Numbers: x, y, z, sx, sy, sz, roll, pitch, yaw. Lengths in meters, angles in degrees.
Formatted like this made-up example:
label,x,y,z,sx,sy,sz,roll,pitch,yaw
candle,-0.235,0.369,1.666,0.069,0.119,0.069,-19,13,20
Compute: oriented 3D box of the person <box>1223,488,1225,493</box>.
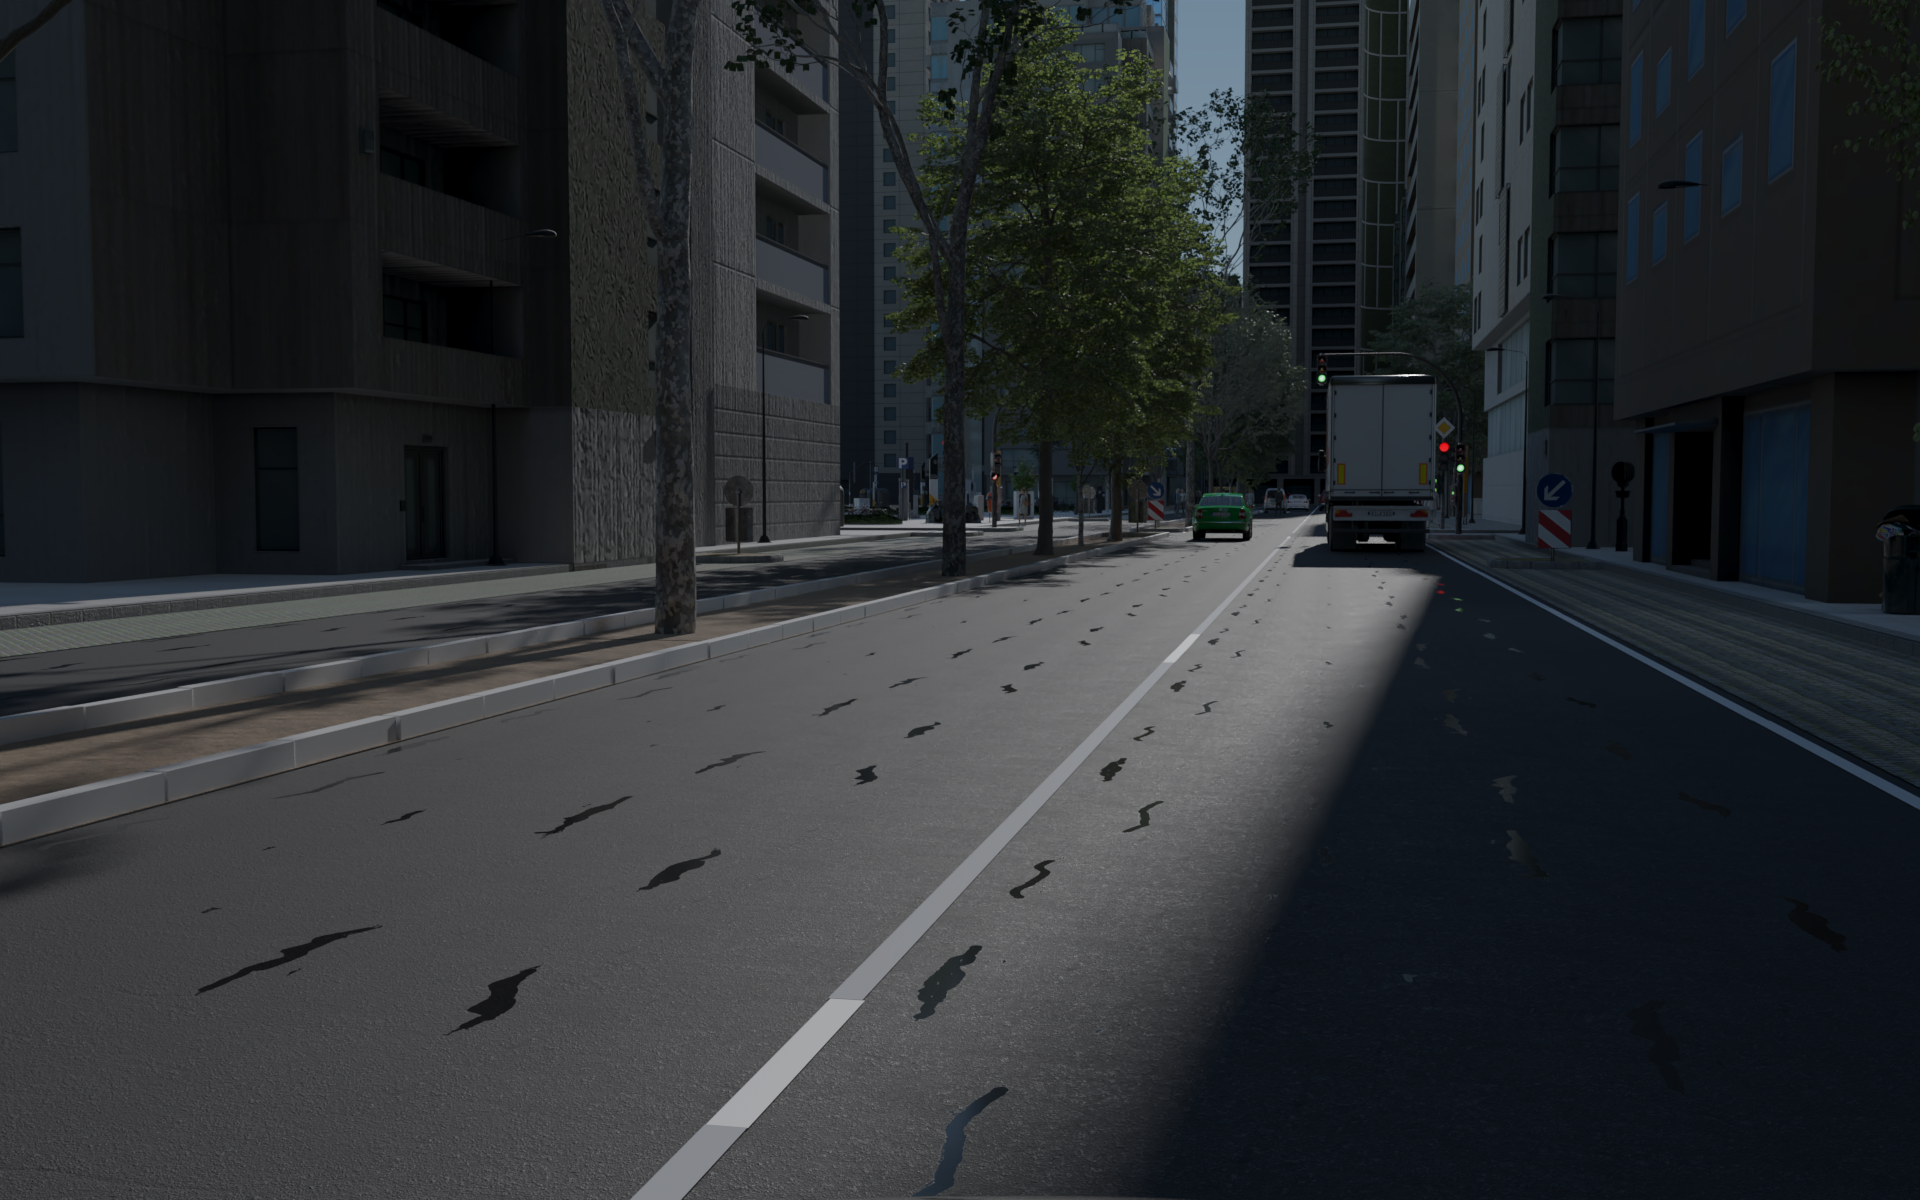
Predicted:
label,x,y,z,sx,sy,sz,roll,pitch,yaw
person,16.994,-6.308,111.907,0.678,1.792,0.850,2,4,25

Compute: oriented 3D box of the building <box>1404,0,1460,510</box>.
label,x,y,z,sx,sy,sz,roll,pitch,yaw
building,48.916,-31.927,145.711,21.300,48.544,21.600,1,4,12

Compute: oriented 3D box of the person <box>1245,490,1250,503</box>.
label,x,y,z,sx,sy,sz,roll,pitch,yaw
person,21.812,-7.481,131.647,0.643,1.720,0.563,-1,4,-23

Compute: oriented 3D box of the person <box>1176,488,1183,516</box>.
label,x,y,z,sx,sy,sz,roll,pitch,yaw
person,14.178,-6.312,111.885,0.526,1.800,0.537,2,4,32

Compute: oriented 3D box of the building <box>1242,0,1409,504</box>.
label,x,y,z,sx,sy,sz,roll,pitch,yaw
building,48.196,-48.337,228.557,20.611,71.187,20.563,1,4,12

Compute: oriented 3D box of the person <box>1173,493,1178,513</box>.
label,x,y,z,sx,sy,sz,roll,pitch,yaw
person,16.483,-7.528,131.761,0.721,1.800,0.419,-3,5,-40

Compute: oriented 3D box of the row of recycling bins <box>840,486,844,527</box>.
label,x,y,z,sx,sy,sz,roll,pitch,yaw
row of recycling bins,-5.528,-3.797,69.200,1.069,1.692,3.534,-2,4,-24

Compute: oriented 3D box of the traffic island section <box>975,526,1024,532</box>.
label,x,y,z,sx,sy,sz,roll,pitch,yaw
traffic island section,1.311,-2.718,66.721,2.009,0.180,2.903,1,4,12

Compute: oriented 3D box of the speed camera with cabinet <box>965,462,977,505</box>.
label,x,y,z,sx,sy,sz,roll,pitch,yaw
speed camera with cabinet,0.324,-6.741,104.551,0.660,3.252,2.038,1,4,12

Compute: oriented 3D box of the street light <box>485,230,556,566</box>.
label,x,y,z,sx,sy,sz,roll,pitch,yaw
street light,-7.777,-3.557,30.701,1.470,5.913,1.316,1,4,12

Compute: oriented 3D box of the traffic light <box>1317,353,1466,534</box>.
label,x,y,z,sx,sy,sz,roll,pitch,yaw
traffic light,13.863,-4.951,55.620,4.771,5.953,1.251,1,4,12

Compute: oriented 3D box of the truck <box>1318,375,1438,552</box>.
label,x,y,z,sx,sy,sz,roll,pitch,yaw
truck,11.086,-3.520,46.466,2.839,4.237,11.283,1,4,11

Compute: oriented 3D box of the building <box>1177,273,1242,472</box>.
label,x,y,z,sx,sy,sz,roll,pitch,yaw
building,30.128,-28.041,230.179,14.107,30.474,14.160,1,4,12

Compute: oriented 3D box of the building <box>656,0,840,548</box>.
label,x,y,z,sx,sy,sz,roll,pitch,yaw
building,-18.363,-31.119,50.801,28.212,58.520,21.231,1,4,12

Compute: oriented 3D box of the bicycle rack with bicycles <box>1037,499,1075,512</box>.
label,x,y,z,sx,sy,sz,roll,pitch,yaw
bicycle rack with bicycles,6.903,-6.619,121.608,2.925,0.926,2.852,0,4,5

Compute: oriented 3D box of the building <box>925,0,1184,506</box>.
label,x,y,z,sx,sy,sz,roll,pitch,yaw
building,9.613,-33.731,171.108,23.786,49.044,30.456,1,4,12

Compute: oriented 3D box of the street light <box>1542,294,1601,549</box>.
label,x,y,z,sx,sy,sz,roll,pitch,yaw
street light,14.213,-4.142,40.271,1.470,5.913,1.316,1,4,12

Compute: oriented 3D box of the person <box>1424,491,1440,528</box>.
label,x,y,z,sx,sy,sz,roll,pitch,yaw
person,18.039,-3.527,66.045,0.514,1.842,0.818,-2,4,-31

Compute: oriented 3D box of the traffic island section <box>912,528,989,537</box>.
label,x,y,z,sx,sy,sz,roll,pitch,yaw
traffic island section,-0.359,-2.240,58.912,2.009,0.180,2.903,1,4,12

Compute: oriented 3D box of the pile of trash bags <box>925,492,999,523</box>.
label,x,y,z,sx,sy,sz,roll,pitch,yaw
pile of trash bags,0.266,-4.098,76.760,3.447,1.369,1.912,-2,4,-32

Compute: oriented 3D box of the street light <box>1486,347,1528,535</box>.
label,x,y,z,sx,sy,sz,roll,pitch,yaw
street light,17.348,-5.036,54.880,1.470,5.913,1.316,1,4,12

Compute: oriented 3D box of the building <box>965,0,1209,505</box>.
label,x,y,z,sx,sy,sz,roll,pitch,yaw
building,13.643,-54.655,206.284,31.000,86.520,22.319,1,4,12

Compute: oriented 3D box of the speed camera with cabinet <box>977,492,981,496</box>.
label,x,y,z,sx,sy,sz,roll,pitch,yaw
speed camera with cabinet,1.155,-9.037,142.089,0.660,3.252,2.038,1,4,20

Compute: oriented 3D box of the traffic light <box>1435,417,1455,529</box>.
label,x,y,z,sx,sy,sz,roll,pitch,yaw
traffic light,17.597,-4.539,63.133,0.839,4.253,0.868,1,4,12

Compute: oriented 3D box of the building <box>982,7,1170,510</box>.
label,x,y,z,sx,sy,sz,roll,pitch,yaw
building,10.138,-28.424,148.331,14.154,41.232,14.086,1,4,12

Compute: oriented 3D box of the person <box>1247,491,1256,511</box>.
label,x,y,z,sx,sy,sz,roll,pitch,yaw
person,21.874,-7.433,130.389,0.694,1.780,0.624,2,4,35

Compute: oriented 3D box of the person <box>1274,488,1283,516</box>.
label,x,y,z,sx,sy,sz,roll,pitch,yaw
person,20.710,-6.391,112.775,0.659,1.850,0.755,-1,4,-12

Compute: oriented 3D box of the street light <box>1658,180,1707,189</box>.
label,x,y,z,sx,sy,sz,roll,pitch,yaw
street light,11.016,-3.250,25.674,1.470,5.913,1.316,1,4,12

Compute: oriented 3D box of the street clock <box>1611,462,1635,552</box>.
label,x,y,z,sx,sy,sz,roll,pitch,yaw
street clock,14.777,-2.083,38.630,0.358,2.002,0.471,-2,4,-31

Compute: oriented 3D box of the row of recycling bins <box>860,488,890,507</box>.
label,x,y,z,sx,sy,sz,roll,pitch,yaw
row of recycling bins,-6.004,-7.053,122.433,1.069,1.692,3.534,-2,4,-31

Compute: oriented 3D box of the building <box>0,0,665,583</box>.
label,x,y,z,sx,sy,sz,roll,pitch,yaw
building,-14.417,-15.823,30.407,14.160,30.474,14.107,1,4,12

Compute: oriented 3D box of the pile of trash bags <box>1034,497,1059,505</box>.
label,x,y,z,sx,sy,sz,roll,pitch,yaw
pile of trash bags,6.642,-7.549,133.179,1.912,1.369,3.447,0,4,-4

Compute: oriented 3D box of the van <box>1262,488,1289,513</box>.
label,x,y,z,sx,sy,sz,roll,pitch,yaw
van,23.704,-7.528,130.098,2.013,2.044,4.112,1,4,11

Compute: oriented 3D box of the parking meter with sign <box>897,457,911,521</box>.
label,x,y,z,sx,sy,sz,roll,pitch,yaw
parking meter with sign,-2.658,-5.311,83.098,0.543,3.016,1.738,0,4,4

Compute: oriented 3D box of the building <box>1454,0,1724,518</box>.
label,x,y,z,sx,sy,sz,roll,pitch,yaw
building,39.965,-28.293,112.698,14.600,45.320,14.200,1,4,12

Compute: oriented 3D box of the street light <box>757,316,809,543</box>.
label,x,y,z,sx,sy,sz,roll,pitch,yaw
street light,-4.620,-4.450,45.306,1.470,5.913,1.316,1,4,12

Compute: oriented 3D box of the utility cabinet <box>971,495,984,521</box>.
label,x,y,z,sx,sy,sz,roll,pitch,yaw
utility cabinet,0.909,-4.459,84.068,0.306,1.237,1.020,-1,4,-11

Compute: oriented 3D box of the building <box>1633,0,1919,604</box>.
label,x,y,z,sx,sy,sz,roll,pitch,yaw
building,17.982,-22.875,24.111,14.600,45.320,14.200,1,4,12

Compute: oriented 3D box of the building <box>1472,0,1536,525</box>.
label,x,y,z,sx,sy,sz,roll,pitch,yaw
building,36.151,-29.531,72.064,27.495,52.752,28.713,1,4,12

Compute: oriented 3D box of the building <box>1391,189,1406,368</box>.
label,x,y,z,sx,sy,sz,roll,pitch,yaw
building,48.826,-24.037,164.709,14.160,30.474,14.107,1,4,12

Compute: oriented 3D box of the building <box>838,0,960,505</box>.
label,x,y,z,sx,sy,sz,roll,pitch,yaw
building,-11.748,-47.305,211.694,20.611,71.187,20.563,1,4,12

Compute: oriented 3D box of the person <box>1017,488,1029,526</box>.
label,x,y,z,sx,sy,sz,roll,pitch,yaw
person,2.792,-4.087,76.325,0.522,1.701,0.512,2,4,34

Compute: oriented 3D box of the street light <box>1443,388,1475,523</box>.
label,x,y,z,sx,sy,sz,roll,pitch,yaw
street light,21.998,-6.337,76.154,1.470,5.913,1.316,1,4,12

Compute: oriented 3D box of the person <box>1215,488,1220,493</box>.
label,x,y,z,sx,sy,sz,roll,pitch,yaw
person,15.790,-5.940,105.804,0.709,1.800,0.728,2,4,28

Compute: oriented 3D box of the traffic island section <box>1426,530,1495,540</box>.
label,x,y,z,sx,sy,sz,roll,pitch,yaw
traffic island section,15.964,-2.027,55.429,2.009,0.180,2.903,1,4,12

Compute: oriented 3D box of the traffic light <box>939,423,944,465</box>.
label,x,y,z,sx,sy,sz,roll,pitch,yaw
traffic light,-0.322,-4.272,58.769,0.839,4.253,0.868,1,4,12

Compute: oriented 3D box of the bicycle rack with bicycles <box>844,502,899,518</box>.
label,x,y,z,sx,sy,sz,roll,pitch,yaw
bicycle rack with bicycles,-4.128,-3.874,76.724,2.925,0.926,2.852,-1,4,-17

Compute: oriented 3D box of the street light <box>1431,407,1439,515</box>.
label,x,y,z,sx,sy,sz,roll,pitch,yaw
street light,25.151,-7.258,91.207,1.470,5.913,1.316,1,4,12

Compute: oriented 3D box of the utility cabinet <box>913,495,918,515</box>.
label,x,y,z,sx,sy,sz,roll,pitch,yaw
utility cabinet,-2.848,-5.149,95.355,1.020,1.237,0.306,1,4,18

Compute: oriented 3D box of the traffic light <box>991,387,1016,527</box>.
label,x,y,z,sx,sy,sz,roll,pitch,yaw
traffic light,3.412,-5.597,66.175,4.771,5.953,1.251,1,4,12

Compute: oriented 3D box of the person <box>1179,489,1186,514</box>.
label,x,y,z,sx,sy,sz,roll,pitch,yaw
person,15.970,-7.057,124.373,0.782,1.767,0.515,3,5,43

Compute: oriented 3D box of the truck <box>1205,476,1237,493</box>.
label,x,y,z,sx,sy,sz,roll,pitch,yaw
truck,24.404,-9.973,158.976,3.469,3.379,9.791,1,4,11

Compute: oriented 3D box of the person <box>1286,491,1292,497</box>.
label,x,y,z,sx,sy,sz,roll,pitch,yaw
person,38.737,-11.938,203.618,1.348,1.831,0.705,0,4,-3

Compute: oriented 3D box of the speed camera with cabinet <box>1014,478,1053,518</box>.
label,x,y,z,sx,sy,sz,roll,pitch,yaw
speed camera with cabinet,3.931,-6.024,92.832,2.038,3.252,0.660,-1,4,-15

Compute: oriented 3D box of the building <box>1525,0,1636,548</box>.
label,x,y,z,sx,sy,sz,roll,pitch,yaw
building,22.495,-16.790,46.214,14.160,30.474,14.107,1,4,12
